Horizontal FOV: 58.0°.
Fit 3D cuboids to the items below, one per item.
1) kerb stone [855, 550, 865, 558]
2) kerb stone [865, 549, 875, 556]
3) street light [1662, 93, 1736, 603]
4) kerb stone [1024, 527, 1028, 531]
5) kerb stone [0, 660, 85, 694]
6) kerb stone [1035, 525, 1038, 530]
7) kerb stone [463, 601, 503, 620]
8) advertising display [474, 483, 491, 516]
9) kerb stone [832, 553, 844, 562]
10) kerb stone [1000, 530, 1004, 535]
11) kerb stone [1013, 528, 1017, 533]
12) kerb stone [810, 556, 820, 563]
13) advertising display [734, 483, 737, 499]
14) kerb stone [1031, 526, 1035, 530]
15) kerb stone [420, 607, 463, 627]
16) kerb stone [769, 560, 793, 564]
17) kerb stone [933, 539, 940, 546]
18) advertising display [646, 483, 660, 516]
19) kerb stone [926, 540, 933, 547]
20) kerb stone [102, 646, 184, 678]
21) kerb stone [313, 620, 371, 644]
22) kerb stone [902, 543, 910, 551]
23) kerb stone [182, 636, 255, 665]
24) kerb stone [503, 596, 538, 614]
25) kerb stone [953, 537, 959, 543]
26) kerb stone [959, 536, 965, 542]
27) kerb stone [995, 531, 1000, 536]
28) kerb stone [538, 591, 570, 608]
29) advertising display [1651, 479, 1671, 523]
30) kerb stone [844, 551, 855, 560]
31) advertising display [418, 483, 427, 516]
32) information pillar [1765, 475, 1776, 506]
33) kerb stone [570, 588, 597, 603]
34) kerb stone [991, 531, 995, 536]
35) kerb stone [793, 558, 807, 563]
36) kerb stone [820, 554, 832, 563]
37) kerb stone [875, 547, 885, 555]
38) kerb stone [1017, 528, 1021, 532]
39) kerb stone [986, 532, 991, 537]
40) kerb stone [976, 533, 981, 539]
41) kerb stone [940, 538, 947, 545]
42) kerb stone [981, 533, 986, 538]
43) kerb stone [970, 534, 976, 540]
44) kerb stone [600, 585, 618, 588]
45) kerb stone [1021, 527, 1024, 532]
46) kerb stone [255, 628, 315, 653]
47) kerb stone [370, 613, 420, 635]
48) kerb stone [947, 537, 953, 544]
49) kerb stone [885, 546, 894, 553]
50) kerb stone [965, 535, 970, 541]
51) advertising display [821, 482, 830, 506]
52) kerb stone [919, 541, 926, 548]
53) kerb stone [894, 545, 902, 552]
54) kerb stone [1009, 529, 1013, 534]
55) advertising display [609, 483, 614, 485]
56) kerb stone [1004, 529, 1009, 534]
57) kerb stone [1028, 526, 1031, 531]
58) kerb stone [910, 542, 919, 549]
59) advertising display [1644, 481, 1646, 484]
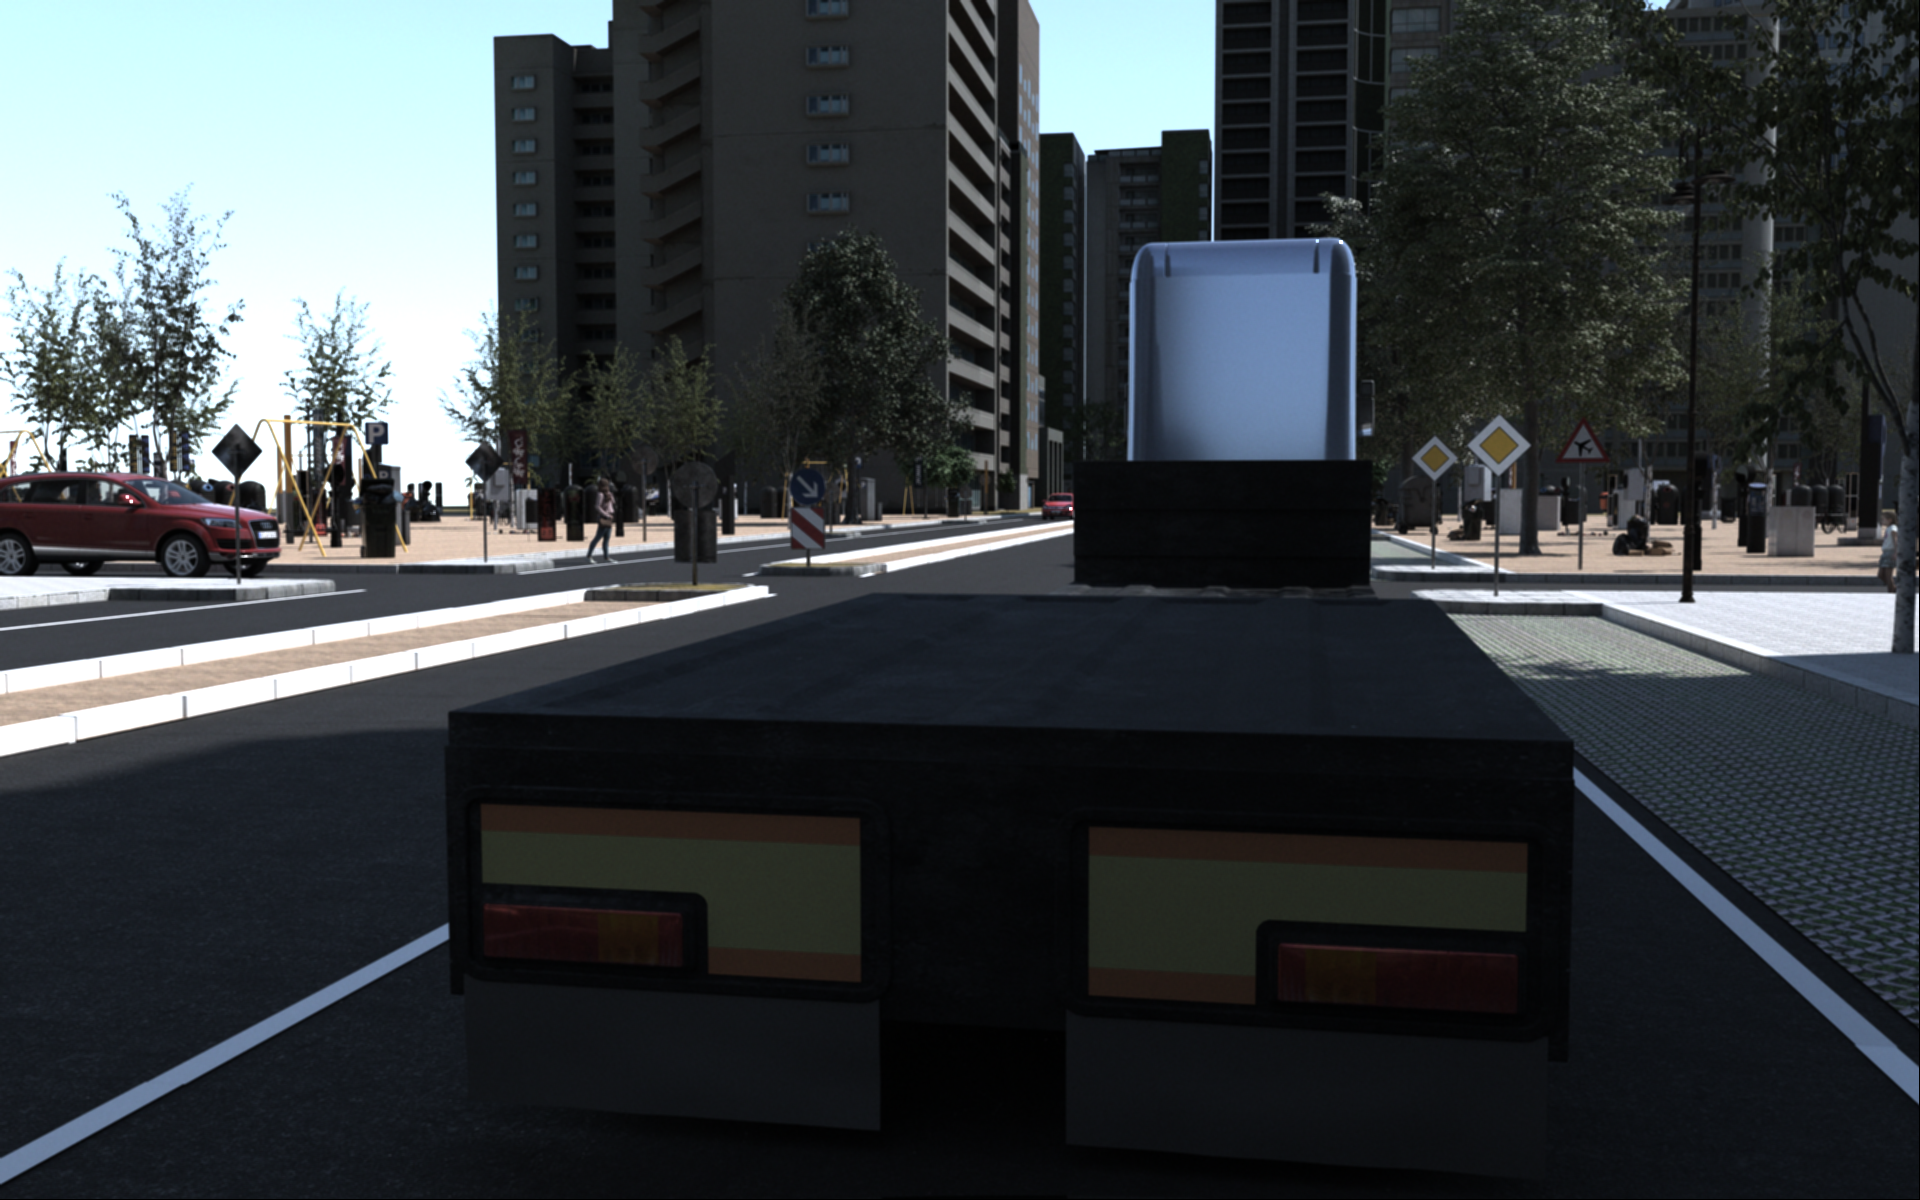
[{"bbox_3d":[-2.345,-1.010,38.701,0.120,0.150,1.000,1,4,10],"label":"kerb stone"},{"bbox_3d":[-2.172,-1.072,39.716,0.120,0.150,1.000,1,4,10],"label":"kerb stone"},{"bbox_3d":[8.618,-2.909,20.348,0.468,5.910,1.993,1,4,10],"label":"street light"},{"bbox_3d":[2.371,-2.673,65.977,0.120,0.150,1.000,1,4,10],"label":"kerb stone"},{"bbox_3d":[-6.802,0.568,12.917,0.120,0.150,1.000,1,4,10],"label":"kerb stone"},{"bbox_3d":[2.887,-2.864,69.015,0.120,0.150,1.000,1,4,10],"label":"kerb stone"},{"bbox_3d":[-5.576,0.143,19.969,0.120,0.150,1.000,1,4,10],"label":"kerb stone"},{"bbox_3d":[-27.364,-5.754,99.294,0.974,1.923,0.123,-3,4,-36],"label":"advertising display"},{"bbox_3d":[-2.688,-0.886,36.685,0.120,0.150,1.000,1,4,10],"label":"kerb stone"},{"bbox_3d":[1.318,-2.305,59.929,0.120,0.150,1.000,1,4,10],"label":"kerb stone"},{"bbox_3d":[1.841,-2.491,62.954,0.120,0.150,1.000,1,4,10],"label":"kerb stone"},{"bbox_3d":[-3.044,-0.763,34.665,0.120,0.150,1.000,1,4,10],"label":"kerb stone"},{"bbox_3d":[-13.067,-5.730,98.907,0.123,1.923,0.974,2,4,30],"label":"advertising display"},{"bbox_3d":[2.718,-2.797,68.007,0.120,0.150,1.000,1,4,10],"label":"kerb stone"},{"bbox_3d":[-5.749,0.198,18.962,0.120,0.150,1.000,1,4,10],"label":"kerb stone"},{"bbox_3d":[-3.394,-0.636,32.644,0.120,0.150,1.000,1,4,10],"label":"kerb stone"},{"bbox_3d":[-0.766,-1.566,47.800,0.120,0.150,1.000,1,4,10],"label":"kerb stone"},{"bbox_3d":[-18.061,-5.894,101.573,0.974,1.923,0.123,-3,4,-39],"label":"advertising display"},{"bbox_3d":[-0.949,-1.504,46.789,0.120,0.150,1.000,1,4,10],"label":"kerb stone"},{"bbox_3d":[-6.626,0.508,13.926,0.120,0.150,1.000,1,4,10],"label":"kerb stone"},{"bbox_3d":[-6.104,0.321,16.949,0.120,0.150,1.000,1,4,10],"label":"kerb stone"},{"bbox_3d":[-1.473,-1.318,43.751,0.120,0.150,1.000,1,4,10],"label":"kerb stone"},{"bbox_3d":[-6.446,0.444,14.932,0.120,0.150,1.000,1,4,10],"label":"kerb stone"},{"bbox_3d":[-5.412,0.074,20.982,0.120,0.150,1.000,1,4,10],"label":"kerb stone"},{"bbox_3d":[-0.252,-1.752,50.834,0.120,0.150,1.000,1,4,10],"label":"kerb stone"},{"bbox_3d":[-0.080,-1.813,51.842,0.120,0.150,1.000,1,4,10],"label":"kerb stone"},{"bbox_3d":[1.149,-2.246,58.917,0.120,0.150,1.000,1,4,10],"label":"kerb stone"},{"bbox_3d":[-5.243,0.013,21.990,0.120,0.150,1.000,1,4,10],"label":"kerb stone"},{"bbox_3d":[30.840,-4.348,76.299,0.974,1.923,0.123,-1,4,-17],"label":"advertising display"},{"bbox_3d":[-2.519,-0.941,37.694,0.120,0.150,1.000,1,4,10],"label":"kerb stone"},{"bbox_3d":[-30.861,-5.771,99.563,0.123,1.923,0.974,0,4,8],"label":"advertising display"},{"bbox_3d":[30.717,-3.744,65.703,0.304,2.012,0.304,3,5,44],"label":"information pillar"},{"bbox_3d":[-5.063,-0.049,22.996,0.120,0.150,1.000,1,4,10],"label":"kerb stone"},{"bbox_3d":[0.965,-2.184,57.912,0.120,0.150,1.000,1,4,10],"label":"kerb stone"},{"bbox_3d":[-3.215,-0.701,33.653,0.120,0.150,1.000,1,4,10],"label":"kerb stone"},{"bbox_3d":[-2.869,-0.824,35.672,0.120,0.150,1.000,1,4,10],"label":"kerb stone"},{"bbox_3d":[-1.988,-1.130,40.721,0.120,0.150,1.000,1,4,10],"label":"kerb stone"},{"bbox_3d":[2.016,-2.555,63.963,0.120,0.150,1.000,1,4,10],"label":"kerb stone"},{"bbox_3d":[0.795,-2.123,56.904,0.120,0.150,1.000,1,4,10],"label":"kerb stone"},{"bbox_3d":[0.449,-1.998,54.880,0.120,0.150,1.000,1,4,10],"label":"kerb stone"},{"bbox_3d":[-0.597,-1.628,48.808,0.120,0.150,1.000,1,4,10],"label":"kerb stone"},{"bbox_3d":[0.621,-2.061,55.895,0.120,0.150,1.000,1,4,10],"label":"kerb stone"},{"bbox_3d":[0.274,-1.937,53.869,0.120,0.150,1.000,1,4,10],"label":"kerb stone"},{"bbox_3d":[-4.878,-0.106,24.006,0.120,0.150,1.000,1,4,10],"label":"kerb stone"},{"bbox_3d":[2.195,-2.616,64.970,0.120,0.150,1.000,1,4,10],"label":"kerb stone"},{"bbox_3d":[-6.285,0.386,15.942,0.120,0.150,1.000,1,4,10],"label":"kerb stone"},{"bbox_3d":[-5.924,0.259,17.955,0.120,0.150,1.000,1,4,10],"label":"kerb stone"},{"bbox_3d":[-0.420,-1.689,49.823,0.120,0.150,1.000,1,4,10],"label":"kerb stone"},{"bbox_3d":[-1.824,-1.194,41.731,0.120,0.150,1.000,1,4,10],"label":"kerb stone"},{"bbox_3d":[0.095,-1.872,52.863,0.120,0.150,1.000,1,4,10],"label":"kerb stone"},{"bbox_3d":[-7.427,-5.570,96.290,0.123,1.923,0.974,-3,4,-36],"label":"advertising display"},{"bbox_3d":[-1.131,-1.438,45.783,0.120,0.150,1.000,1,4,10],"label":"kerb stone"},{"bbox_3d":[-1.651,-1.255,42.742,0.120,0.150,1.000,1,4,10],"label":"kerb stone"},{"bbox_3d":[1.668,-2.431,61.944,0.120,0.150,1.000,1,4,10],"label":"kerb stone"},{"bbox_3d":[-19.234,-5.605,96.857,0.974,1.923,0.123,-3,4,-38],"label":"advertising display"},{"bbox_3d":[1.496,-2.369,60.936,0.120,0.150,1.000,1,4,10],"label":"kerb stone"},{"bbox_3d":[2.542,-2.740,66.994,0.120,0.150,1.000,1,4,10],"label":"kerb stone"},{"bbox_3d":[-1.293,-1.381,44.771,0.120,0.150,1.000,1,4,10],"label":"kerb stone"},{"bbox_3d":[33.152,-4.771,83.219,0.123,1.923,0.974,-1,4,-15],"label":"advertising display"}]
